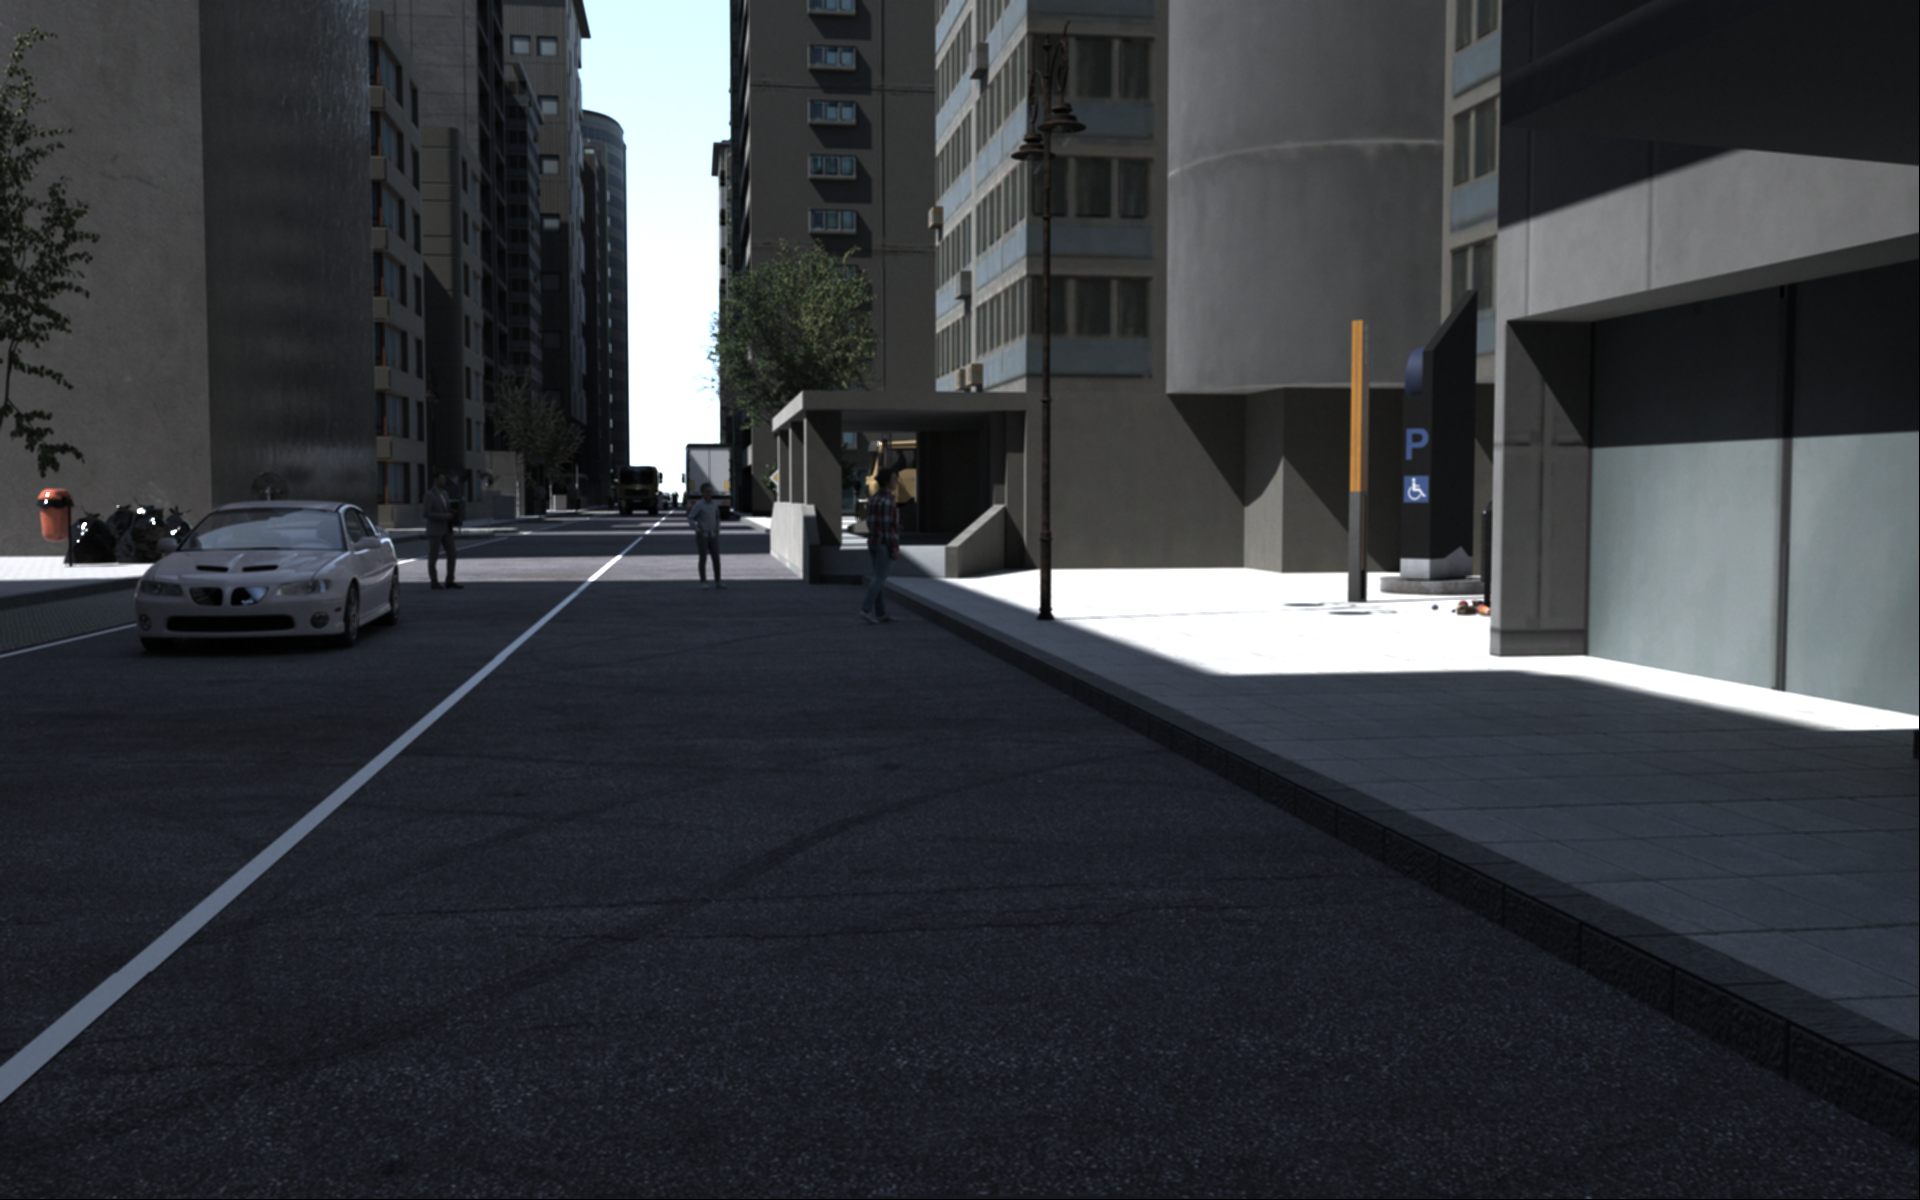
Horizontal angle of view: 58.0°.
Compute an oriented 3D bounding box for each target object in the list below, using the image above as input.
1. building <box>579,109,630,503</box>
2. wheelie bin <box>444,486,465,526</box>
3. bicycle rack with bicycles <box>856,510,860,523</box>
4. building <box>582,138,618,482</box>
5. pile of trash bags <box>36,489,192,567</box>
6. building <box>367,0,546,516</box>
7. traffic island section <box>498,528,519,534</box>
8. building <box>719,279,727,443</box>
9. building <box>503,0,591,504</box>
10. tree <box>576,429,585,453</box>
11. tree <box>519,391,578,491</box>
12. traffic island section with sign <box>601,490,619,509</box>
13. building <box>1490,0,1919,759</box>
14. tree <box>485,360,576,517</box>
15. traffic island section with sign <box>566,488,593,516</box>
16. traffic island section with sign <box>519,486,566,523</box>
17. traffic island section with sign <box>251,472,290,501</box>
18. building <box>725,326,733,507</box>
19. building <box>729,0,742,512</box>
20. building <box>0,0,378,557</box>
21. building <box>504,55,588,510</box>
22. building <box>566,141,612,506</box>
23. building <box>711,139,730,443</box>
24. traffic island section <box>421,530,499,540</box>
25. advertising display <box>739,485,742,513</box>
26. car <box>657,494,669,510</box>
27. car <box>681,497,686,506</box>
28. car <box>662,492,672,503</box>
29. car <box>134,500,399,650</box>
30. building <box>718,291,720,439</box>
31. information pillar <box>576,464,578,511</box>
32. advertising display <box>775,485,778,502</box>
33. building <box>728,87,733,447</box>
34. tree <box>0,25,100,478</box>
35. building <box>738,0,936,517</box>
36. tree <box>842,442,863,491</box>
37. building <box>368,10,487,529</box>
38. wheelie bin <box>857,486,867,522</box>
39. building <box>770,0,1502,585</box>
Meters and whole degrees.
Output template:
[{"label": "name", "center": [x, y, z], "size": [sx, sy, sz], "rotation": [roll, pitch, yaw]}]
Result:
[{"label": "building", "center": [-61.319, -44.027, 261.839], "size": [21.231, 58.520, 28.212], "rotation": [-1, 4, -9]}, {"label": "wheelie bin", "center": [-20.267, -3.742, 69.097], "size": [0.980, 1.594, 0.693], "rotation": [-2, 4, -25]}, {"label": "bicycle rack with bicycles", "center": [-3.188, -3.591, 72.103], "size": [2.925, 0.926, 2.852], "rotation": [-3, 5, -44]}, {"label": "building", "center": [-58.568, -37.477, 232.363], "size": [23.786, 49.044, 30.456], "rotation": [-1, 4, -9]}, {"label": "pile of trash bags", "center": [-15.712, -1.363, 32.045], "size": [1.912, 1.369, 3.447], "rotation": [1, 4, 11]}, {"label": "building", "center": [-36.700, -40.838, 105.949], "size": [20.563, 71.187, 20.611], "rotation": [-1, 4, -9]}, {"label": "traffic island section", "center": [-17.258, -2.513, 63.367], "size": [2.009, 0.180, 2.903], "rotation": [-1, 4, -9]}, {"label": "building", "center": [-25.242, -28.227, 233.211], "size": [14.160, 30.474, 14.107], "rotation": [-1, 4, -9]}, {"label": "building", "center": [-51.684, -35.655, 172.198], "size": [28.713, 52.752, 27.495], "rotation": [-1, 4, -9]}, {"label": "tree", "center": [-30.096, -10.867, 128.040], "size": [4.360, 8.622, 3.978], "rotation": [0, 3, 0]}, {"label": "tree", "center": [-29.381, -10.516, 122.294], "size": [4.737, 8.622, 4.395], "rotation": [0, 3, 0]}, {"label": "traffic island section with sign", "center": [-32.506, -9.374, 161.886], "size": [1.989, 1.847, 2.006], "rotation": [-1, 4, -9]}, {"label": "building", "center": [17.040, -25.234, 1.822], "size": [28.713, 52.752, 27.495], "rotation": [-1, 4, -9]}, {"label": "tree", "center": [-24.364, -8.926, 96.307], "size": [4.360, 8.622, 3.978], "rotation": [0, 3, 0]}, {"label": "traffic island section with sign", "center": [-24.828, -6.336, 112.220], "size": [1.989, 1.847, 2.006], "rotation": [-1, 4, -9]}, {"label": "traffic island section with sign", "center": [-20.680, -4.698, 85.436], "size": [1.989, 1.847, 2.006], "rotation": [-1, 4, -9]}, {"label": "traffic island section with sign", "center": [-12.198, -1.337, 30.487], "size": [1.989, 1.847, 2.006], "rotation": [-1, 4, -9]}, {"label": "building", "center": [-11.367, -21.013, 188.608], "size": [27.650, 21.520, 28.899], "rotation": [-1, 4, -9]}, {"label": "building", "center": [-10.505, -27.473, 132.786], "size": [14.154, 41.232, 14.086], "rotation": [-1, 4, -9]}, {"label": "building", "center": [-33.815, -14.535, 42.156], "size": [34.151, 26.468, 19.350], "rotation": [-1, 4, -9]}, {"label": "building", "center": [-48.497, -27.787, 146.194], "size": [32.217, 40.220, 23.993], "rotation": [-1, 4, -9]}, {"label": "building", "center": [-46.840, -31.257, 194.639], "size": [14.154, 41.232, 14.086], "rotation": [-1, 4, -9]}, {"label": "building", "center": [-21.693, -40.675, 254.275], "size": [28.713, 52.752, 27.495], "rotation": [-1, 4, -9]}, {"label": "traffic island section", "center": [-16.038, -2.030, 55.476], "size": [2.009, 0.180, 2.903], "rotation": [-1, 4, -9]}, {"label": "advertising display", "center": [-14.933, -6.882, 117.741], "size": [0.123, 1.923, 0.974], "rotation": [0, 4, -5]}, {"label": "car", "center": [-27.321, -8.985, 156.695], "size": [2.009, 1.686, 4.222], "rotation": [-1, 4, -9]}, {"label": "car", "center": [-32.020, -11.959, 205.309], "size": [2.009, 1.686, 4.222], "rotation": [-1, 4, -8]}, {"label": "car", "center": [-49.577, -17.267, 290.993], "size": [2.281, 1.827, 5.304], "rotation": [-1, 4, -10]}, {"label": "car", "center": [-6.850, -0.315, 17.506], "size": [2.083, 1.381, 4.827], "rotation": [-1, 4, -10]}, {"label": "building", "center": [-28.058, -40.554, 282.671], "size": [23.786, 49.044, 30.456], "rotation": [-1, 4, -9]}, {"label": "information pillar", "center": [-29.544, -8.694, 133.503], "size": [0.183, 3.616, 0.504], "rotation": [-1, 4, -10]}, {"label": "advertising display", "center": [-7.817, -4.434, 77.715], "size": [0.974, 1.923, 0.123], "rotation": [-1, 4, -8]}, {"label": "building", "center": [-9.864, -30.846, 158.959], "size": [22.147, 44.769, 28.867], "rotation": [-1, 4, -9]}, {"label": "tree", "center": [-14.447, -4.573, 25.130], "size": [4.737, 8.622, 4.395], "rotation": [0, 3, 0]}, {"label": "building", "center": [-2.710, -29.600, 107.663], "size": [21.300, 48.544, 21.600], "rotation": [-1, 4, -9]}, {"label": "tree", "center": [-4.036, -3.646, 54.217], "size": [1.663, 3.219, 1.824], "rotation": [0, 3, 0]}, {"label": "building", "center": [-36.456, -14.030, 74.422], "size": [27.650, 21.520, 28.899], "rotation": [-1, 4, -9]}, {"label": "wheelie bin", "center": [-3.580, -3.660, 67.744], "size": [0.693, 1.594, 0.980], "rotation": [-3, 5, -41]}, {"label": "building", "center": [12.467, -21.021, 35.580], "size": [32.217, 40.220, 23.993], "rotation": [-1, 4, -9]}]
